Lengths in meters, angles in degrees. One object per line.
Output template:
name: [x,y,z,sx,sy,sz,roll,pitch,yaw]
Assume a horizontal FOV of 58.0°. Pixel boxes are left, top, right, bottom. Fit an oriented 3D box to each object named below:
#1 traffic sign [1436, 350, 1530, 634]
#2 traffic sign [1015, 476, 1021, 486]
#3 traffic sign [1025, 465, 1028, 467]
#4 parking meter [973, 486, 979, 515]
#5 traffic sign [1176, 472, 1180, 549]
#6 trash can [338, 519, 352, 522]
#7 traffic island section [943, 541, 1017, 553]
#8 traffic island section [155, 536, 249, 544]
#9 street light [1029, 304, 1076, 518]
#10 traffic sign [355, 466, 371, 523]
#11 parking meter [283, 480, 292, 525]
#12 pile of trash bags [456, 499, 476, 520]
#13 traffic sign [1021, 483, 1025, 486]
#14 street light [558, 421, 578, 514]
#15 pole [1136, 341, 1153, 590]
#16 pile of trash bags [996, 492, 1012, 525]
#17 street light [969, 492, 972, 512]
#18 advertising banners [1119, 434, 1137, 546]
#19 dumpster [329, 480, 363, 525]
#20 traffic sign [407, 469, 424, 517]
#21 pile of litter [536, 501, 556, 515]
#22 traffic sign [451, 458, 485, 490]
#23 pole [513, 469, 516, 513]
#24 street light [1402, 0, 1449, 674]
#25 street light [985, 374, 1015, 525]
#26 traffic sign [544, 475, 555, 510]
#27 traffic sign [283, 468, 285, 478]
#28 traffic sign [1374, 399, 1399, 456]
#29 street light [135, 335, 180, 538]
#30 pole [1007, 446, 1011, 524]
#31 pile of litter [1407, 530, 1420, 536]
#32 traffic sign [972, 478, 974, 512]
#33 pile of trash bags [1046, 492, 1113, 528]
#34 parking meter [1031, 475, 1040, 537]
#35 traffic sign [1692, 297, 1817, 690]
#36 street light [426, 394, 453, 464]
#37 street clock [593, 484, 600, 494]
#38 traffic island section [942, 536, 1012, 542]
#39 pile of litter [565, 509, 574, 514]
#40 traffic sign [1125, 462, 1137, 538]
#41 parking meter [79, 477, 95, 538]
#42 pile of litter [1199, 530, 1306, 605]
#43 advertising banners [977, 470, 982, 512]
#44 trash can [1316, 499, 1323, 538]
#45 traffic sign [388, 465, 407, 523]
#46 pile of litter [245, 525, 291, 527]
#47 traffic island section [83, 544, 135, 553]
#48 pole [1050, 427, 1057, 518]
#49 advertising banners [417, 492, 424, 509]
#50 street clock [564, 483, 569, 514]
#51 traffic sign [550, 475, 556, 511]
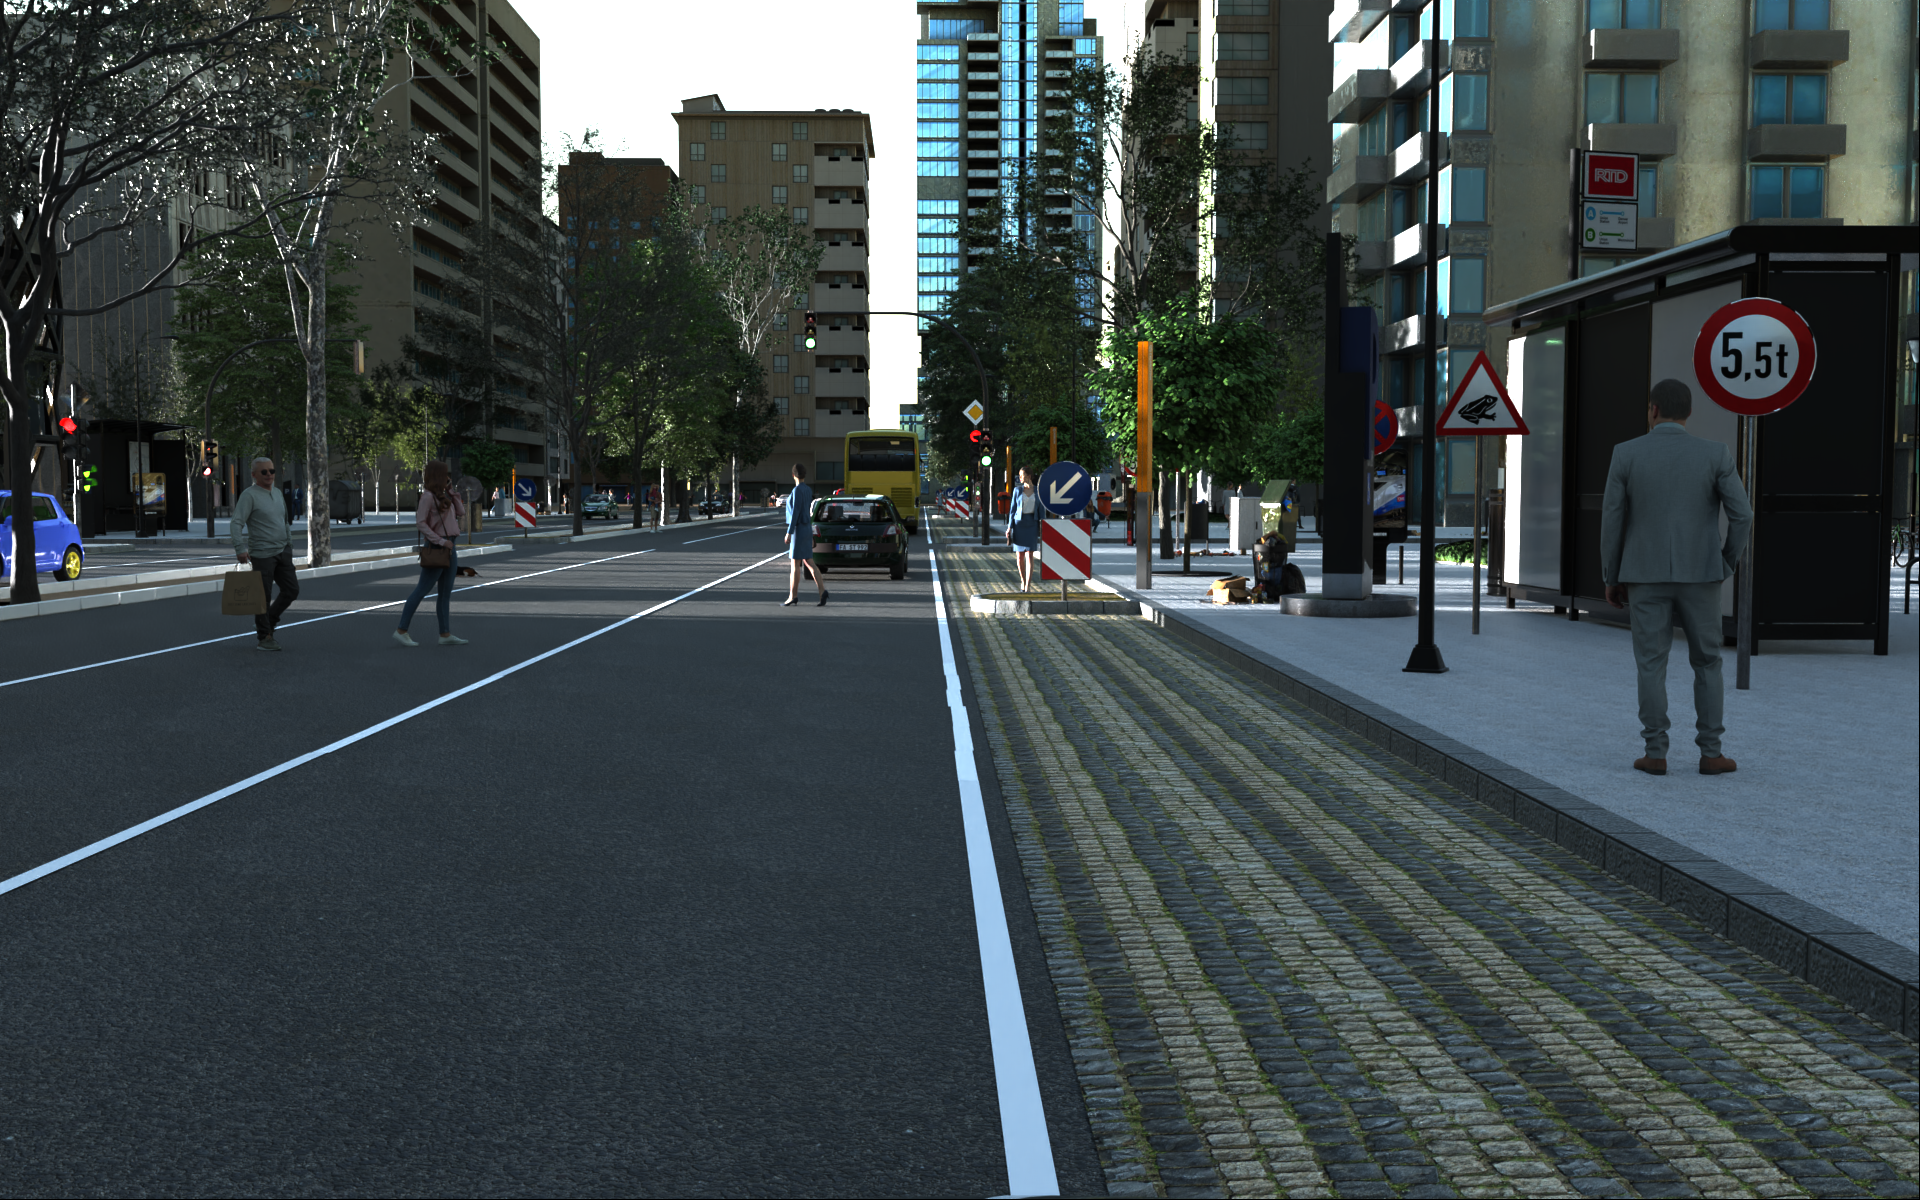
traffic sign: [4.720,-0.965,15.780,0.884,2.594,0.081,0,4,4]
traffic sign: [3.200,-5.689,95.151,0.606,2.300,0.079,0,4,5]
traffic sign: [3.065,-4.581,74.997,0.768,2.556,0.104,0,4,2]
parking meter: [0.993,-6.186,106.860,0.255,1.863,0.399,-2,4,-28]
traffic sign: [5.051,-2.448,40.127,0.768,2.556,0.104,0,4,7]
trash can: [-27.869,-4.084,78.427,0.748,1.137,0.748,0,3,0]
traffic island section: [0.656,-1.295,43.451,2.009,0.180,2.903,0,4,-1]
traffic island section: [-22.054,-1.754,50.951,2.009,0.180,2.903,0,4,-1]
street light: [2.199,-4.234,41.768,1.470,5.913,1.316,0,4,-1]
traffic sign: [-26.772,-4.744,77.675,0.768,2.556,0.104,0,4,4]
parking meter: [-27.875,-4.035,71.688,0.399,1.863,0.255,-2,4,-28]
pile of trash bags: [-25.599,-4.830,88.727,1.912,1.369,3.447,-1,4,-18]
traffic sign: [3.584,-5.595,93.608,0.606,2.300,0.079,0,4,1]
street light: [-24.789,-8.378,109.515,1.470,5.913,1.316,0,4,-1]
pole: [2.482,-1.800,23.266,0.158,3.312,0.155,0,3,0]
pile of trash bags: [3.240,-3.828,72.341,3.447,1.369,1.912,0,4,-3]
street light: [0.307,-9.398,126.204,1.470,5.913,1.316,0,4,-1]
advertising banners: [4.224,-2.852,42.823,0.090,3.025,2.074,-1,4,-10]
dumpster: [-26.066,-4.113,73.012,1.264,1.857,1.865,0,4,-1]
traffic sign: [-28.541,-5.556,90.847,0.884,2.594,0.081,0,4,2]
pile of litter: [-25.550,-5.632,106.053,1.719,0.858,1.176,-1,4,-12]
traffic sign: [-27.648,-6.354,97.753,2.265,3.308,0.079,1,4,8]
pole: [-30.661,-7.667,119.202,0.158,3.312,0.155,0,3,0]
street light: [2.833,-2.436,12.367,1.470,5.913,1.316,0,4,-1]
street light: [1.559,-5.802,67.402,1.470,5.913,1.316,0,4,-1]
traffic sign: [-27.397,-7.056,115.477,0.768,2.556,0.104,0,4,8]
traffic sign: [-29.142,-4.509,73.833,0.768,2.556,0.104,1,4,9]
traffic sign: [5.439,-1.407,23.103,0.768,2.556,0.104,0,4,5]
street light: [-23.489,-4.781,50.714,1.470,5.913,1.316,0,4,-1]
pole: [2.084,-4.881,73.653,0.158,3.312,0.155,0,3,0]
pile of litter: [13.620,-2.432,53.729,1.176,0.858,1.719,0,4,-2]
traffic sign: [0.873,-7.630,124.749,0.884,2.594,0.081,0,4,4]
pile of trash bags: [4.384,-3.418,65.633,3.447,1.369,1.912,3,5,43]
parking meter: [2.331,-2.836,52.079,0.255,1.863,0.399,3,5,41]
traffic sign: [5.152,-0.686,11.319,0.768,2.556,0.104,0,4,8]
street light: [-24.087,-6.580,80.116,1.470,5.913,1.316,0,4,-1]
street clock: [-25.101,-7.031,119.523,0.358,2.002,0.471,2,4,26]
traffic island section: [0.482,-1.783,51.434,2.009,0.180,2.903,0,4,-1]
pile of litter: [-25.545,-6.122,114.061,1.176,0.858,1.719,1,4,14]
traffic sign: [5.161,-3.092,50.665,0.768,2.556,0.104,0,4,6]
parking meter: [-25.414,-2.732,50.381,0.255,1.863,0.399,3,5,40]
pile of litter: [3.479,-0.416,20.773,1.719,0.858,1.176,-3,4,-36]
advertising banners: [1.521,-7.788,123.529,0.090,3.025,2.074,-2,4,-26]
trash can: [10.834,-2.402,50.921,0.748,1.137,0.748,0,3,0]
traffic sign: [-24.958,-4.699,76.832,0.884,2.594,0.081,0,4,6]
pile of litter: [-27.430,-3.344,68.645,1.719,0.858,1.176,1,4,16]
traffic island section: [-21.880,-1.265,42.967,2.009,0.180,2.903,0,4,-1]
pole: [2.837,-3.597,52.648,0.158,3.312,0.155,0,3,0]
advertising banners: [-29.728,-6.134,96.470,0.090,3.025,2.074,1,4,10]
street clock: [-25.156,-6.503,110.889,0.358,2.002,0.471,0,4,0]
traffic sign: [-27.902,-7.212,118.014,0.768,2.556,0.104,0,4,5]
